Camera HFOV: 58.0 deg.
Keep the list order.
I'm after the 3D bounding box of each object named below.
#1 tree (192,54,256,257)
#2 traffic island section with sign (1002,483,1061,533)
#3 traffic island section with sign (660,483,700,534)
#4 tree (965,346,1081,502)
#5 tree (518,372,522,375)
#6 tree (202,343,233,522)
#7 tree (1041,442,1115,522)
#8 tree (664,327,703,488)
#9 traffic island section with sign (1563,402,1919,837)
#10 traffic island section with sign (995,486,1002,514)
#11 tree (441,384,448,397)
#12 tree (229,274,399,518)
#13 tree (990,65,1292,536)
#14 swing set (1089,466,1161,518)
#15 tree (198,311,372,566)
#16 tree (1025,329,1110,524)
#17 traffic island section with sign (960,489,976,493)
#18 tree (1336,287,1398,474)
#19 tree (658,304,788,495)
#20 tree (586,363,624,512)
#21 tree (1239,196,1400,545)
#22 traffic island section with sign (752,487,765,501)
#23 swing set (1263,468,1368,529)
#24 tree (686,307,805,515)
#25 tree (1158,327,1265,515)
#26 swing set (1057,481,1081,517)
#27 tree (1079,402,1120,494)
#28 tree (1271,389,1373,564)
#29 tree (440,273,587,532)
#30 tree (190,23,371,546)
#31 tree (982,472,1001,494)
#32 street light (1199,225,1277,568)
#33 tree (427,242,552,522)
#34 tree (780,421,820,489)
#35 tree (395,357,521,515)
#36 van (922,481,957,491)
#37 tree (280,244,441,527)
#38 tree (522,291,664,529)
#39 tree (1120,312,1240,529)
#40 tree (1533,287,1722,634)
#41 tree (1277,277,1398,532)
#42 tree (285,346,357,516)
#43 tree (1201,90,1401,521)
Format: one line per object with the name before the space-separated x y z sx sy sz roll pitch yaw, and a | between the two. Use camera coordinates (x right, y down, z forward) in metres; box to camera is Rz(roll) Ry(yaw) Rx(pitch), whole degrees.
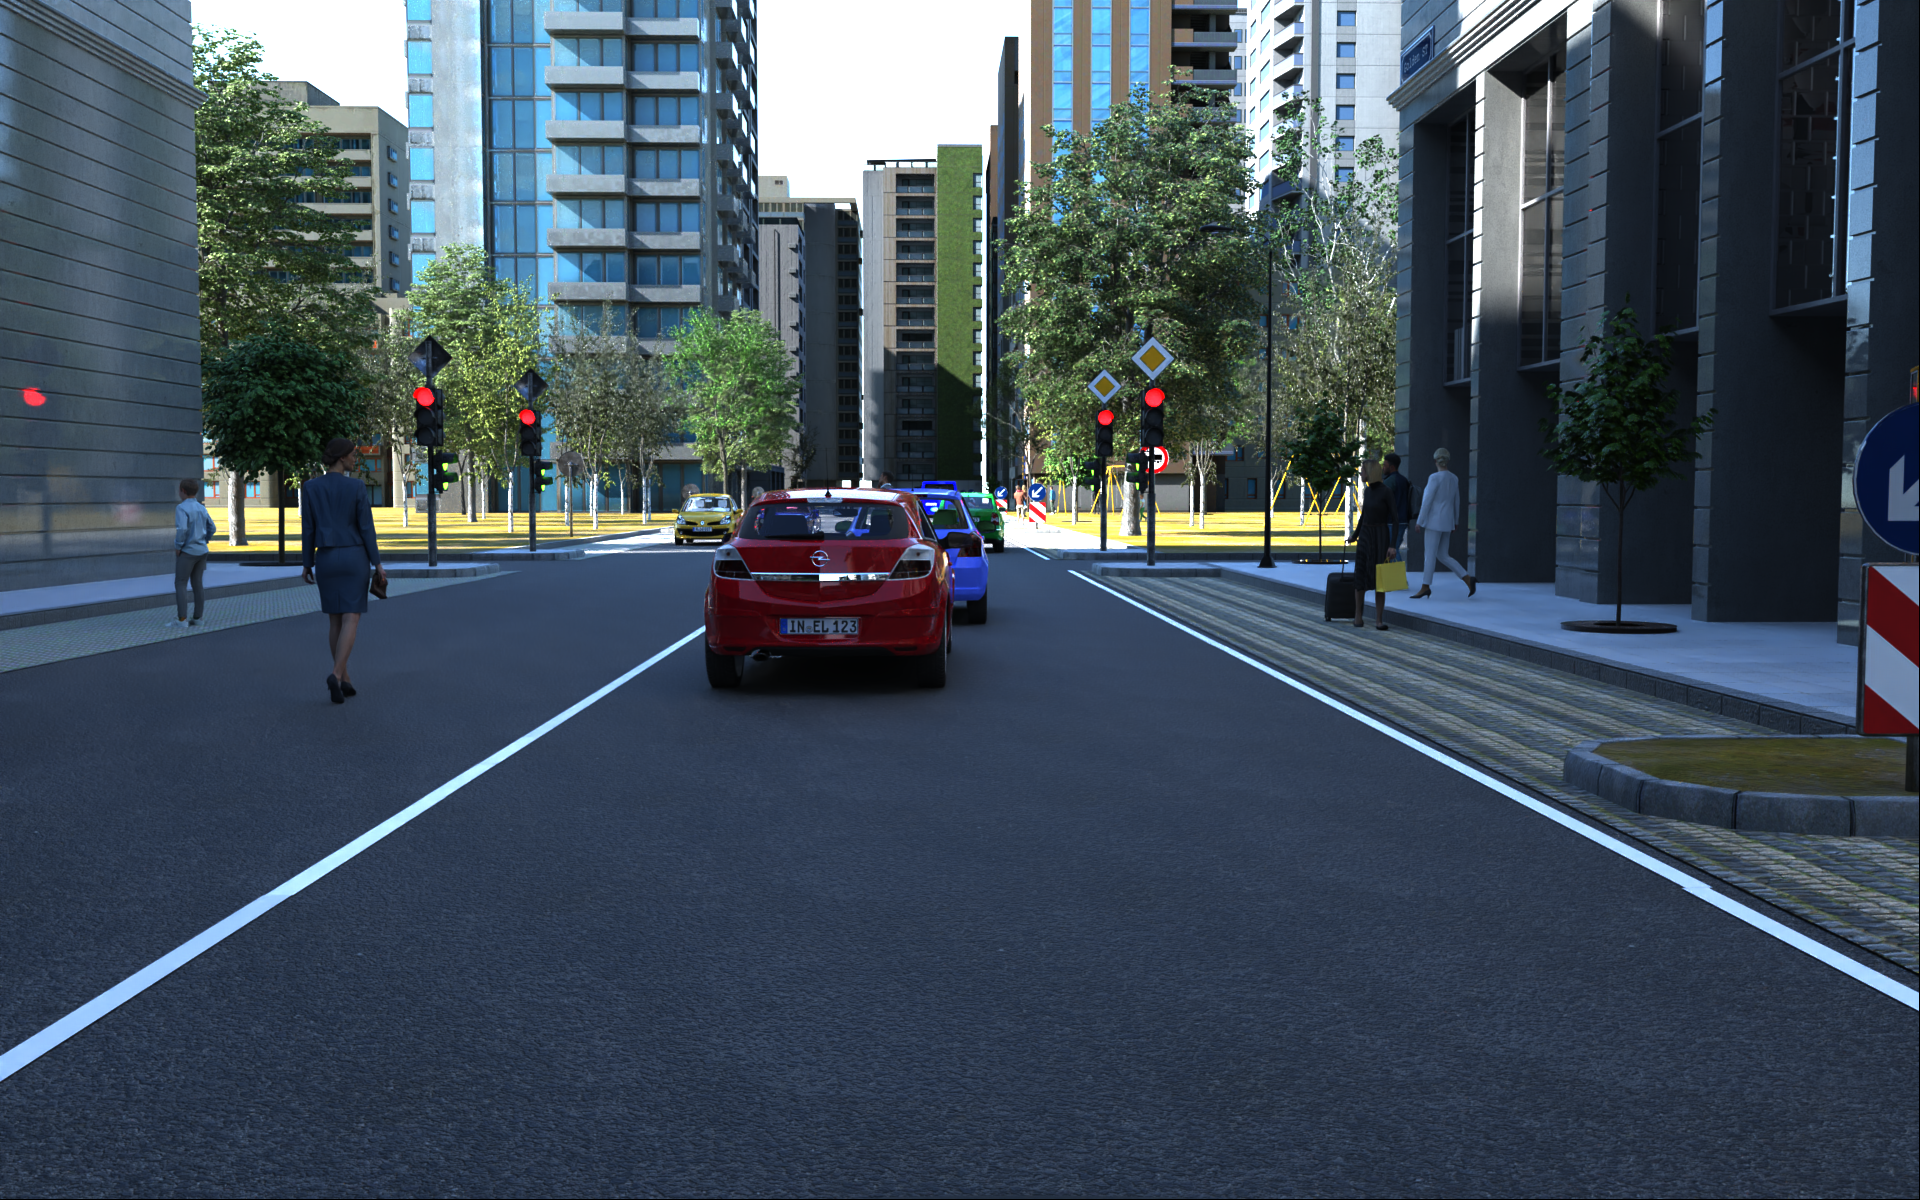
tree | -33.781 -12.829 65.648 12.611 20.169 13.585 0 3 0
traffic island section with sign | 2.679 -3.366 63.660 1.989 1.847 2.006 0 4 -1
traffic island section with sign | -9.841 -3.348 63.372 1.989 1.847 2.006 0 4 -1
tree | 4.538 -10.664 108.774 8.767 10.594 7.601 0 4 -1
tree | -15.543 -7.278 69.356 4.360 8.622 3.978 0 3 0
tree | -34.120 -7.990 80.991 4.360 8.622 3.978 0 3 0
tree | 5.501 -5.899 80.167 4.285 4.588 4.351 0 3 0
tree | -13.439 -7.619 74.928 4.360 8.622 3.978 0 3 0
traffic island section with sign | 4.000 0.030 8.143 1.989 1.847 2.006 0 4 -1
traffic island section with sign | 2.023 -5.044 91.098 1.989 1.847 2.006 0 4 -1
tree | -21.933 -7.180 67.757 4.360 8.622 3.978 0 3 0
tree | -34.510 -11.108 91.984 12.009 13.543 11.850 0 3 0
tree | 5.230 -8.961 53.166 9.857 13.997 8.962 0 3 0
swing set | 9.209 -5.997 95.676 2.862 2.851 3.119 -2 4 -32
tree | -12.378 -2.907 31.246 4.285 4.588 4.351 0 3 0
tree | 4.812 -7.520 73.313 4.737 8.622 4.395 0 3 0
traffic island section with sign | 0.818 -8.111 141.240 1.989 1.847 2.006 0 4 -1
tree | 27.862 -12.318 108.056 9.857 13.997 8.962 0 3 0
tree | -13.095 -10.394 95.690 9.928 11.665 9.643 0 3 0
tree | -20.332 -8.906 95.967 4.737 8.622 4.395 0 3 0
tree | 9.685 -5.694 43.453 4.360 8.622 3.978 0 3 0
traffic island section with sign | -10.491 -5.004 90.444 1.989 1.847 2.006 0 4 -1
swing set | 13.529 -4.203 66.335 2.862 2.851 3.119 -1 4 -21
tree | -12.823 -11.468 105.621 7.486 12.596 7.792 0 3 0
tree | 14.845 -11.031 106.116 9.928 11.665 9.643 0 3 0
swing set | 7.380 -6.249 99.792 3.119 2.851 2.862 1 4 14
tree | 7.502 -8.527 89.778 4.360 8.622 3.978 0 3 0
tree | 6.790 -2.283 31.934 1.663 3.219 1.824 0 3 0
tree | -15.199 -6.593 58.153 4.737 8.622 4.395 0 3 0
tree | -18.425 -7.622 42.751 7.486 12.596 7.792 0 3 0
tree | 2.689 -9.411 148.465 1.663 3.219 1.824 0 3 0
street light | 4.823 -3.517 30.050 1.470 5.913 1.316 0 4 -1
tree | -22.757 -9.834 78.907 7.486 12.596 7.792 0 3 0
tree | -15.813 -13.602 172.758 4.360 8.622 3.978 0 3 0
tree | -30.903 -10.594 107.616 8.767 10.594 7.601 -1 4 -18
van | -0.998 -4.959 85.461 2.240 2.365 5.245 0 4 0
tree | -18.158 -6.209 51.876 4.360 8.622 3.978 0 3 0
tree | -13.379 -6.924 63.568 4.360 8.622 3.978 0 3 0
tree | 9.030 -7.250 68.895 4.360 8.622 3.978 0 3 0
tree | 6.362 -1.328 16.315 1.663 3.219 1.824 0 3 0
tree | 13.109 -6.628 58.729 4.737 8.622 4.395 0 3 0
tree | -29.539 -7.898 79.489 4.737 8.622 4.395 0 3 0
tree | 17.918 -13.858 82.470 12.611 20.169 13.585 0 3 0
